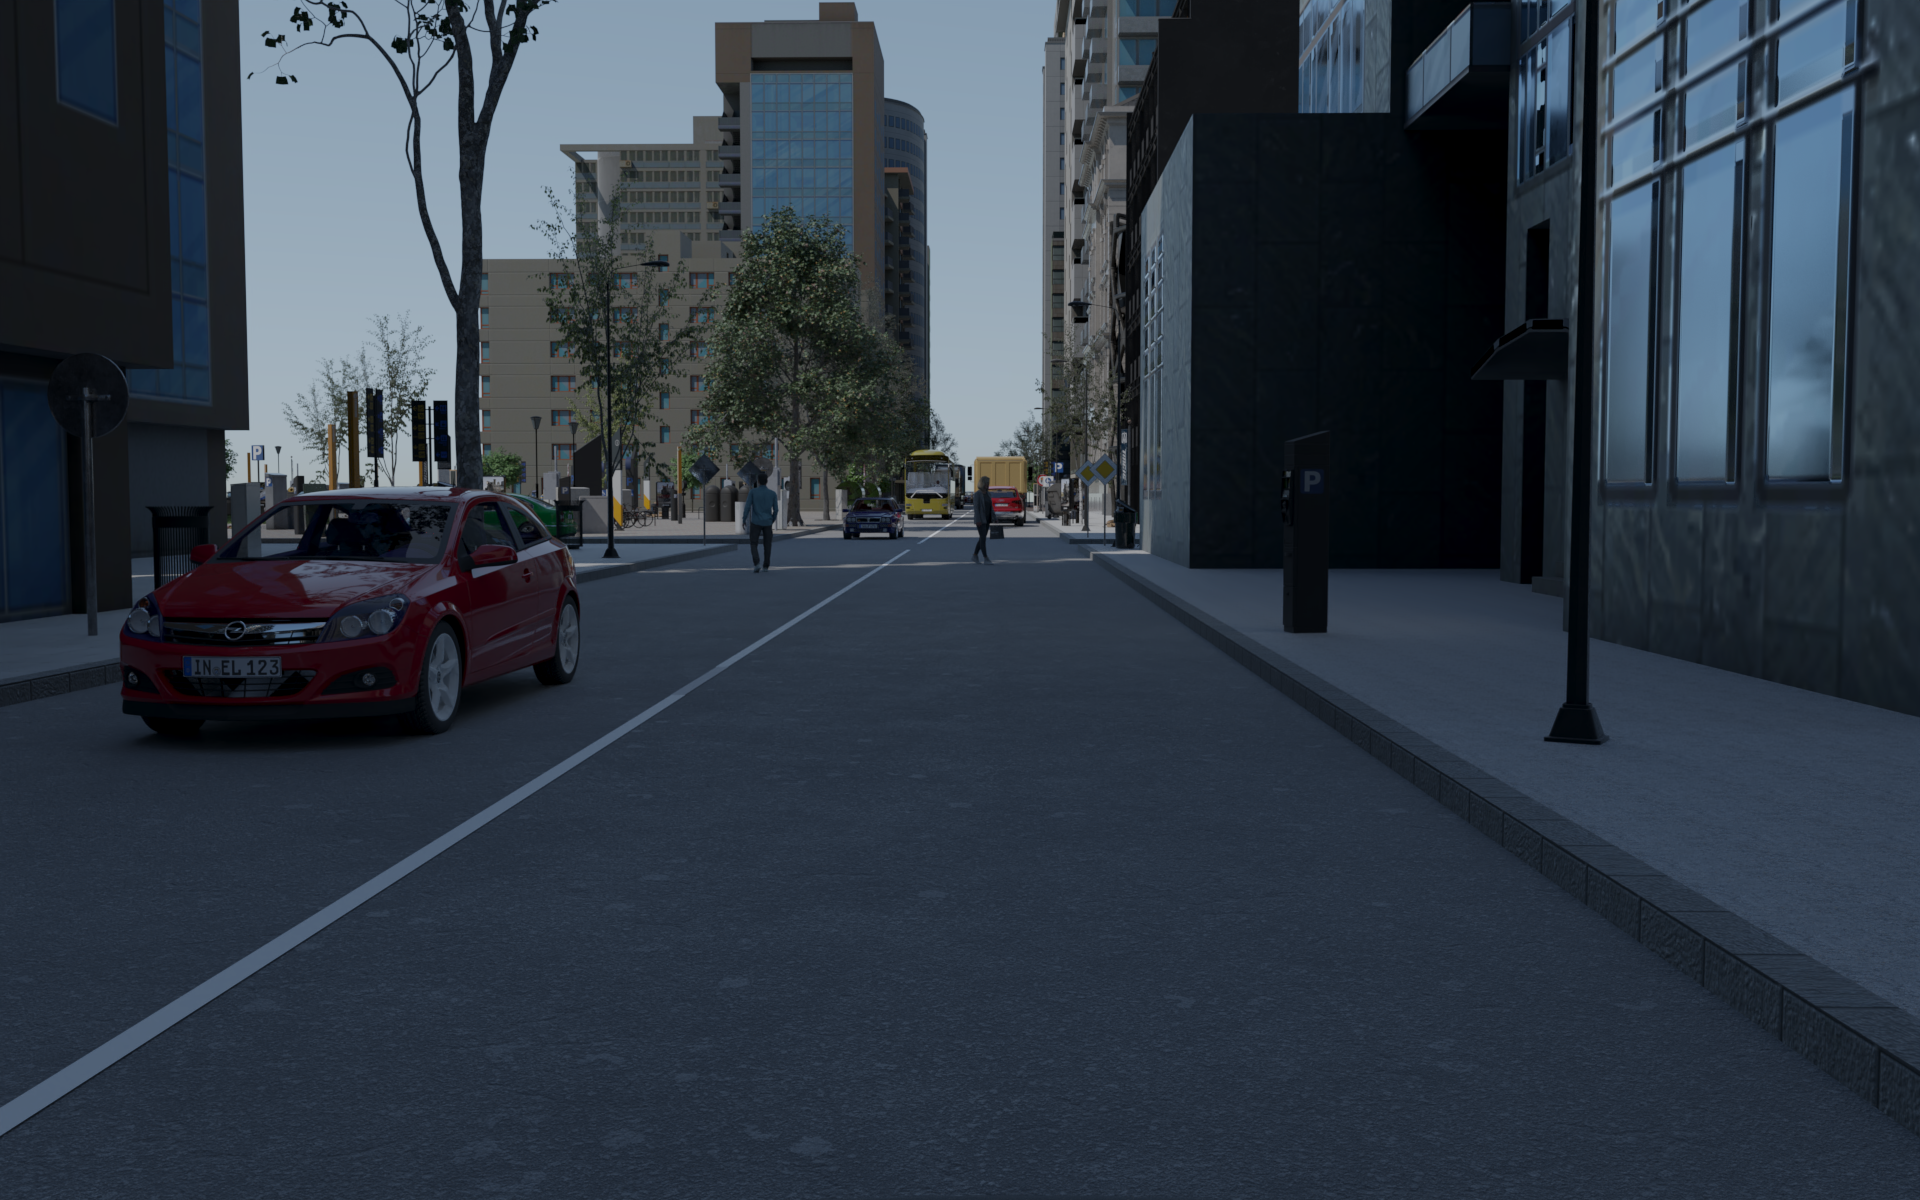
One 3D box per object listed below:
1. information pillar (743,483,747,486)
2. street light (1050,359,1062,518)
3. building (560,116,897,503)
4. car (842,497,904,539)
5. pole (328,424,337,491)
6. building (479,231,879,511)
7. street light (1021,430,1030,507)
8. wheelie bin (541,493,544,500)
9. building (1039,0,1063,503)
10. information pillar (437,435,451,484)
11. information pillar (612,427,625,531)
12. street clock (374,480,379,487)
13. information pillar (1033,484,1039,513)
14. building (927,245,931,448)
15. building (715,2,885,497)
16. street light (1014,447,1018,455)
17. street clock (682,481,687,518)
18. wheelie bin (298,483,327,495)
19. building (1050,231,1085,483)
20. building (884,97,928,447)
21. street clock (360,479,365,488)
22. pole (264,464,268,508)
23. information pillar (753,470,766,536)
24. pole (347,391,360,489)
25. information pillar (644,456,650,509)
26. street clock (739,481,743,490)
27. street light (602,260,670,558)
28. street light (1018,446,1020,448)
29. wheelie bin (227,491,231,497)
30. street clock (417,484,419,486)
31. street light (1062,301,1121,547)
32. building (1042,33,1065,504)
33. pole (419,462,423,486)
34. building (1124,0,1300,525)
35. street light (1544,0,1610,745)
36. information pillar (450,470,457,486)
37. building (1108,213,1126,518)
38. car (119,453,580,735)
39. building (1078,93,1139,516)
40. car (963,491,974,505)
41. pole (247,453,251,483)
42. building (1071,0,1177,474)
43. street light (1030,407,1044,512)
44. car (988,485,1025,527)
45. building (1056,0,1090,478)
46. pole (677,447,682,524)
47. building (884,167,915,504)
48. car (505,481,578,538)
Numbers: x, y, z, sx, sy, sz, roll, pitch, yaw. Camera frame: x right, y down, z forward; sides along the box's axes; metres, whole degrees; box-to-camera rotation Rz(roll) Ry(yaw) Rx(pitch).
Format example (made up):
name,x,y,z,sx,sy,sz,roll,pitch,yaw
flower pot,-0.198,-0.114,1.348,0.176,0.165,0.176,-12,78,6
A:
name,x,y,z,sx,sy,sz,roll,pitch,yaw
information pillar,-14.551,-6.854,116.555,0.304,2.012,0.304,1,4,22
street light,3.810,-5.332,59.719,1.470,5.913,1.316,0,4,1
building,-23.194,-30.000,182.373,32.217,40.220,23.993,0,4,1
car,-2.776,-2.654,55.965,1.945,1.354,3.894,0,4,3
pole,-18.315,-3.469,50.569,0.158,3.312,0.155,0,3,0
building,-21.420,-18.142,141.659,27.650,21.520,28.899,0,4,1
street light,5.327,-9.381,125.924,1.470,5.913,1.316,0,4,1
wheelie bin,-29.250,-7.037,122.956,0.980,1.594,0.693,-1,4,-17
building,21.720,-49.631,249.717,20.563,71.187,20.611,0,4,1
information pillar,-17.372,-4.096,58.318,0.504,3.616,0.183,-3,5,-40
information pillar,-11.977,-4.228,60.475,0.504,3.616,0.183,3,4,36
street clock,-29.536,-5.083,87.673,0.358,2.002,0.471,-1,4,-15
information pillar,5.301,-7.084,120.321,0.304,2.012,0.304,2,4,26
building,-12.001,-36.297,277.045,14.154,41.232,14.086,0,4,1
building,-14.421,-31.349,162.670,14.600,45.320,14.200,0,4,1
street light,6.203,-11.998,168.715,1.470,5.913,1.316,0,4,1
street clock,-14.850,-5.406,92.954,0.358,2.002,0.471,-3,5,-42
wheelie bin,-19.207,-2.667,51.506,0.980,1.594,0.693,-2,4,-26
building,16.986,-25.688,191.704,14.160,30.474,14.107,0,4,1
building,-15.851,-43.630,255.346,21.231,58.520,28.212,0,4,1
street clock,-27.442,-4.578,79.415,0.358,2.002,0.471,-1,4,-9
pole,-47.343,-7.607,118.214,0.158,3.312,0.155,0,3,0
information pillar,-6.165,-2.985,53.292,0.304,2.012,0.304,-3,4,-38
pole,-12.027,-2.480,34.392,0.158,3.312,0.155,0,3,0
information pillar,-19.270,-7.053,106.677,0.504,3.616,0.183,2,4,35
street clock,-12.369,-5.705,97.847,0.358,2.002,0.471,-1,4,-9
street light,-6.469,-3.796,34.600,1.470,5.913,1.316,0,4,1
street light,5.474,-9.976,135.644,1.470,5.913,1.316,0,4,1
wheelie bin,-49.090,-6.662,116.826,0.693,1.594,0.980,-3,4,-37
street clock,-36.981,-6.982,118.726,0.471,2.002,0.358,1,4,20
street light,3.293,-4.239,41.844,1.470,5.913,1.316,0,4,1
building,21.231,-41.819,225.743,21.231,58.520,28.212,0,4,1
pole,-26.099,-5.506,83.861,0.158,3.312,0.155,0,3,0
building,13.546,-14.768,71.142,12.332,23.373,15.834,0,4,1
street light,2.673,-2.222,8.866,1.470,5.913,1.316,0,4,1
information pillar,-15.199,-2.929,52.377,0.304,2.012,0.304,2,4,32
building,16.380,-13.801,93.103,16.820,18.784,16.811,0,4,1
car,-3.902,-0.162,11.690,2.155,1.783,4.494,0,4,3
building,15.109,-19.914,112.982,14.401,28.519,23.554,0,4,1
car,1.369,-13.620,231.361,2.281,1.827,5.304,0,4,0
pole,-34.882,-5.577,85.027,0.158,3.312,0.155,0,3,0
building,21.335,-31.860,140.516,23.786,49.044,30.456,0,4,1
street light,4.650,-7.358,92.837,1.470,5.913,1.316,0,4,1
car,1.784,-4.221,77.683,2.281,1.827,5.304,0,4,0
building,24.109,-35.476,169.271,28.713,52.752,27.495,0,4,1
pole,-12.049,-4.930,74.451,0.158,3.312,0.155,0,3,0
building,-17.286,-34.998,226.841,22.147,44.769,28.867,0,4,1
car,-12.895,-2.361,47.391,4.718,1.807,1.959,0,4,1
